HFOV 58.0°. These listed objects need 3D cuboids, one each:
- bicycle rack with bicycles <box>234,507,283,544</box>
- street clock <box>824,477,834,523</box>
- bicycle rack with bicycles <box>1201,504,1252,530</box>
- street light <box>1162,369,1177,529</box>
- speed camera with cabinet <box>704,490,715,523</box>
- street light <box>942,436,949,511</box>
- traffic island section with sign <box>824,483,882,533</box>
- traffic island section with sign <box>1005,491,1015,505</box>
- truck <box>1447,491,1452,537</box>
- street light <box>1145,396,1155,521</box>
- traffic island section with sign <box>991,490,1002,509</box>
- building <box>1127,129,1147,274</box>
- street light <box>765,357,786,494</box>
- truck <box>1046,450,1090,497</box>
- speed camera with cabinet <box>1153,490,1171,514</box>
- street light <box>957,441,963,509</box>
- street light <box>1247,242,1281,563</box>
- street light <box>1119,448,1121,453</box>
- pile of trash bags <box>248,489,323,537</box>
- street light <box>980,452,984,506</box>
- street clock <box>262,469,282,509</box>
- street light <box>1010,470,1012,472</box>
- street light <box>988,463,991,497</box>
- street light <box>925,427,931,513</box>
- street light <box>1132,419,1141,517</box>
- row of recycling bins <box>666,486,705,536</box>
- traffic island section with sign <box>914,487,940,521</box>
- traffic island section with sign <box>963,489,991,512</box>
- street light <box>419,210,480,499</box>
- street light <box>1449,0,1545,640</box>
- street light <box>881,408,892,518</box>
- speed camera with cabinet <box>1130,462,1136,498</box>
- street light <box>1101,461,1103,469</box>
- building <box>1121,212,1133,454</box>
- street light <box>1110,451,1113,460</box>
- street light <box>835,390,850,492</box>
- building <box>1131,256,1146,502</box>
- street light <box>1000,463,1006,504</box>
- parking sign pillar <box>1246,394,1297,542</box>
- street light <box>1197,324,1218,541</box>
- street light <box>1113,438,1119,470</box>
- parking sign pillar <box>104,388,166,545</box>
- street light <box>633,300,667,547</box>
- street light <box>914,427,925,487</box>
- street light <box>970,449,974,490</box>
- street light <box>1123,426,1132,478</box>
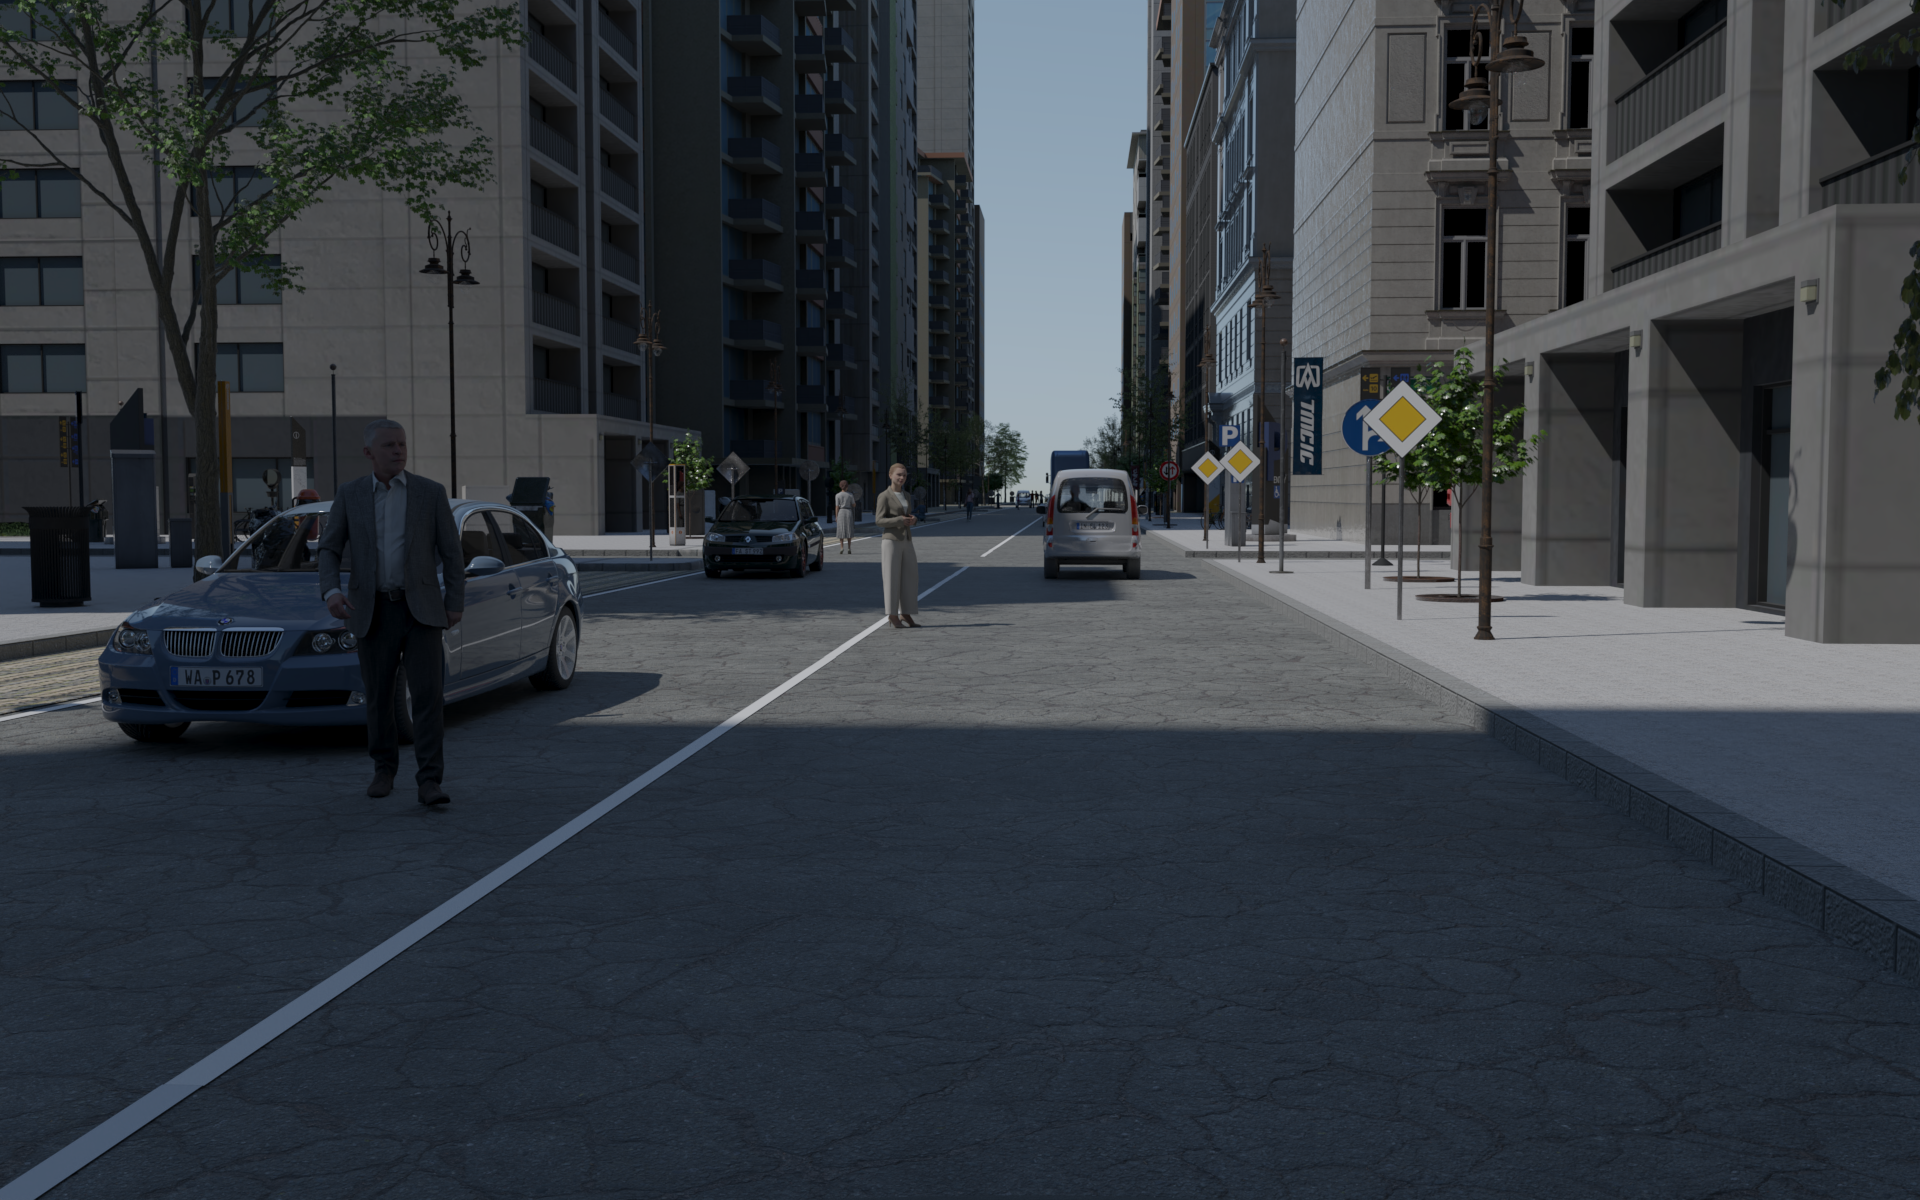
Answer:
[{"bbox_3d":[-18.426,-1.987,45.866,2.925,0.926,2.852,-1,4,-20],"label":"bicycle rack with bicycles"},{"bbox_3d":[-5.692,-4.340,75.536,0.358,2.002,0.471,2,4,27],"label":"street clock"},{"bbox_3d":[9.855,-2.945,61.534,2.925,0.926,2.852,-1,4,-22],"label":"bicycle rack with bicycles"},{"bbox_3d":[7.757,-5.595,64.259,0.468,5.910,1.993,0,4,4],"label":"street light"},{"bbox_3d":[-11.829,-5.147,78.485,0.660,3.252,2.038,-3,4,-38],"label":"speed camera with cabinet"},{"bbox_3d":[-1.110,-9.914,134.876,0.468,5.910,1.993,0,4,4],"label":"street light"},{"bbox_3d":[-3.904,-3.371,63.740,1.989,1.847,2.006,0,4,4],"label":"traffic island section with sign"},{"bbox_3d":[6.758,-13.072,222.348,1.989,1.847,2.006,0,4,4],"label":"traffic island section with sign"},{"bbox_3d":[15.587,-2.925,36.744,11.283,4.237,2.839,0,4,3],"label":"truck"},{"bbox_3d":[8.945,-6.643,81.406,0.468,5.910,1.993,0,4,4],"label":"street light"},{"bbox_3d":[3.097,-9.745,167.958,1.989,1.847,2.006,0,4,4],"label":"traffic island section with sign"},{"bbox_3d":[38.215,-40.096,244.813,28.713,52.752,27.495,0,4,4],"label":"building"},{"bbox_3d":[-6.244,-5.255,58.700,0.468,5.910,1.993,0,4,4],"label":"street light"},{"bbox_3d":[6.514,-6.781,100.630,2.967,4.110,18.799,0,4,2],"label":"truck"},{"bbox_3d":[12.698,-6.996,108.719,0.660,3.252,2.038,-1,4,-10],"label":"speed camera with cabinet"},{"bbox_3d":[0.034,-10.939,151.640,0.468,5.910,1.993,0,4,4],"label":"street light"},{"bbox_3d":[5.597,-3.623,32.018,0.468,5.910,1.993,0,4,4],"label":"street light"},{"bbox_3d":[11.894,-9.262,124.224,0.468,5.910,1.993,0,4,4],"label":"street light"},{"bbox_3d":[-11.423,-1.258,30.326,1.912,1.369,3.447,-1,4,-21],"label":"pile of trash bags"},{"bbox_3d":[2.350,-12.989,185.155,0.468,5.910,1.993,0,4,4],"label":"street light"},{"bbox_3d":[-19.810,-2.773,49.906,0.471,2.002,0.358,0,4,8],"label":"street clock"},{"bbox_3d":[7.869,-18.042,267.779,0.468,5.910,1.993,0,4,4],"label":"street light"},{"bbox_3d":[3.320,-13.959,201.015,0.468,5.910,1.993,0,4,4],"label":"street light"},{"bbox_3d":[-2.279,-8.891,118.161,0.468,5.910,1.993,0,4,4],"label":"street light"},{"bbox_3d":[10.156,-7.666,98.124,0.468,5.910,1.993,0,4,4],"label":"street light"},{"bbox_3d":[-8.723,-2.944,55.255,1.069,1.692,3.534,-1,4,-16],"label":"row of recycling bins"},{"bbox_3d":[-2.069,-5.038,90.991,1.989,1.847,2.006,0,4,4],"label":"traffic island section with sign"},{"bbox_3d":[1.272,-8.077,140.693,1.989,1.847,2.006,0,4,4],"label":"traffic island section with sign"},{"bbox_3d":[-8.323,-3.401,28.395,0.468,5.910,1.993,0,4,4],"label":"street light"},{"bbox_3d":[4.625,-2.588,15.100,0.468,5.910,1.993,0,4,4],"label":"street light"},{"bbox_3d":[-3.938,-7.358,93.097,0.468,5.910,1.993,0,4,4],"label":"street light"},{"bbox_3d":[10.498,-6.898,107.121,0.660,3.252,2.038,1,4,10],"label":"speed camera with cabinet"},{"bbox_3d":[20.919,-17.423,257.658,0.468,5.910,1.993,0,4,4],"label":"street light"},{"bbox_3d":[31.876,-37.690,266.342,14.600,45.320,14.200,0,4,4],"label":"building"},{"bbox_3d":[14.077,-11.330,158.029,0.468,5.910,1.993,0,4,4],"label":"street light"},{"bbox_3d":[-5.123,-6.273,75.352,0.468,5.910,1.993,0,4,4],"label":"street light"},{"bbox_3d":[28.430,-26.843,210.580,14.160,30.474,14.107,0,4,4],"label":"building"},{"bbox_3d":[5.566,-16.006,234.479,0.468,5.910,1.993,0,4,4],"label":"street light"},{"bbox_3d":[8.452,-3.589,47.154,1.447,3.967,1.447,3,4,38],"label":"parking sign pillar"},{"bbox_3d":[6.730,-4.555,47.265,0.468,5.910,1.993,0,4,4],"label":"street light"},{"bbox_3d":[12.905,-10.281,140.883,0.468,5.910,1.993,0,4,4],"label":"street light"},{"bbox_3d":[-21.257,-3.427,44.510,1.447,3.967,1.447,2,4,33],"label":"parking sign pillar"},{"bbox_3d":[-7.393,-4.202,41.485,0.468,5.910,1.993,0,4,4],"label":"street light"},{"bbox_3d":[-2.729,-8.409,110.273,0.468,5.910,1.993,0,4,4],"label":"street light"},{"bbox_3d":[1.237,-11.970,168.502,0.468,5.910,1.993,0,4,4],"label":"street light"},{"bbox_3d":[11.282,-8.696,114.969,0.468,5.910,1.993,0,4,4],"label":"street light"}]
